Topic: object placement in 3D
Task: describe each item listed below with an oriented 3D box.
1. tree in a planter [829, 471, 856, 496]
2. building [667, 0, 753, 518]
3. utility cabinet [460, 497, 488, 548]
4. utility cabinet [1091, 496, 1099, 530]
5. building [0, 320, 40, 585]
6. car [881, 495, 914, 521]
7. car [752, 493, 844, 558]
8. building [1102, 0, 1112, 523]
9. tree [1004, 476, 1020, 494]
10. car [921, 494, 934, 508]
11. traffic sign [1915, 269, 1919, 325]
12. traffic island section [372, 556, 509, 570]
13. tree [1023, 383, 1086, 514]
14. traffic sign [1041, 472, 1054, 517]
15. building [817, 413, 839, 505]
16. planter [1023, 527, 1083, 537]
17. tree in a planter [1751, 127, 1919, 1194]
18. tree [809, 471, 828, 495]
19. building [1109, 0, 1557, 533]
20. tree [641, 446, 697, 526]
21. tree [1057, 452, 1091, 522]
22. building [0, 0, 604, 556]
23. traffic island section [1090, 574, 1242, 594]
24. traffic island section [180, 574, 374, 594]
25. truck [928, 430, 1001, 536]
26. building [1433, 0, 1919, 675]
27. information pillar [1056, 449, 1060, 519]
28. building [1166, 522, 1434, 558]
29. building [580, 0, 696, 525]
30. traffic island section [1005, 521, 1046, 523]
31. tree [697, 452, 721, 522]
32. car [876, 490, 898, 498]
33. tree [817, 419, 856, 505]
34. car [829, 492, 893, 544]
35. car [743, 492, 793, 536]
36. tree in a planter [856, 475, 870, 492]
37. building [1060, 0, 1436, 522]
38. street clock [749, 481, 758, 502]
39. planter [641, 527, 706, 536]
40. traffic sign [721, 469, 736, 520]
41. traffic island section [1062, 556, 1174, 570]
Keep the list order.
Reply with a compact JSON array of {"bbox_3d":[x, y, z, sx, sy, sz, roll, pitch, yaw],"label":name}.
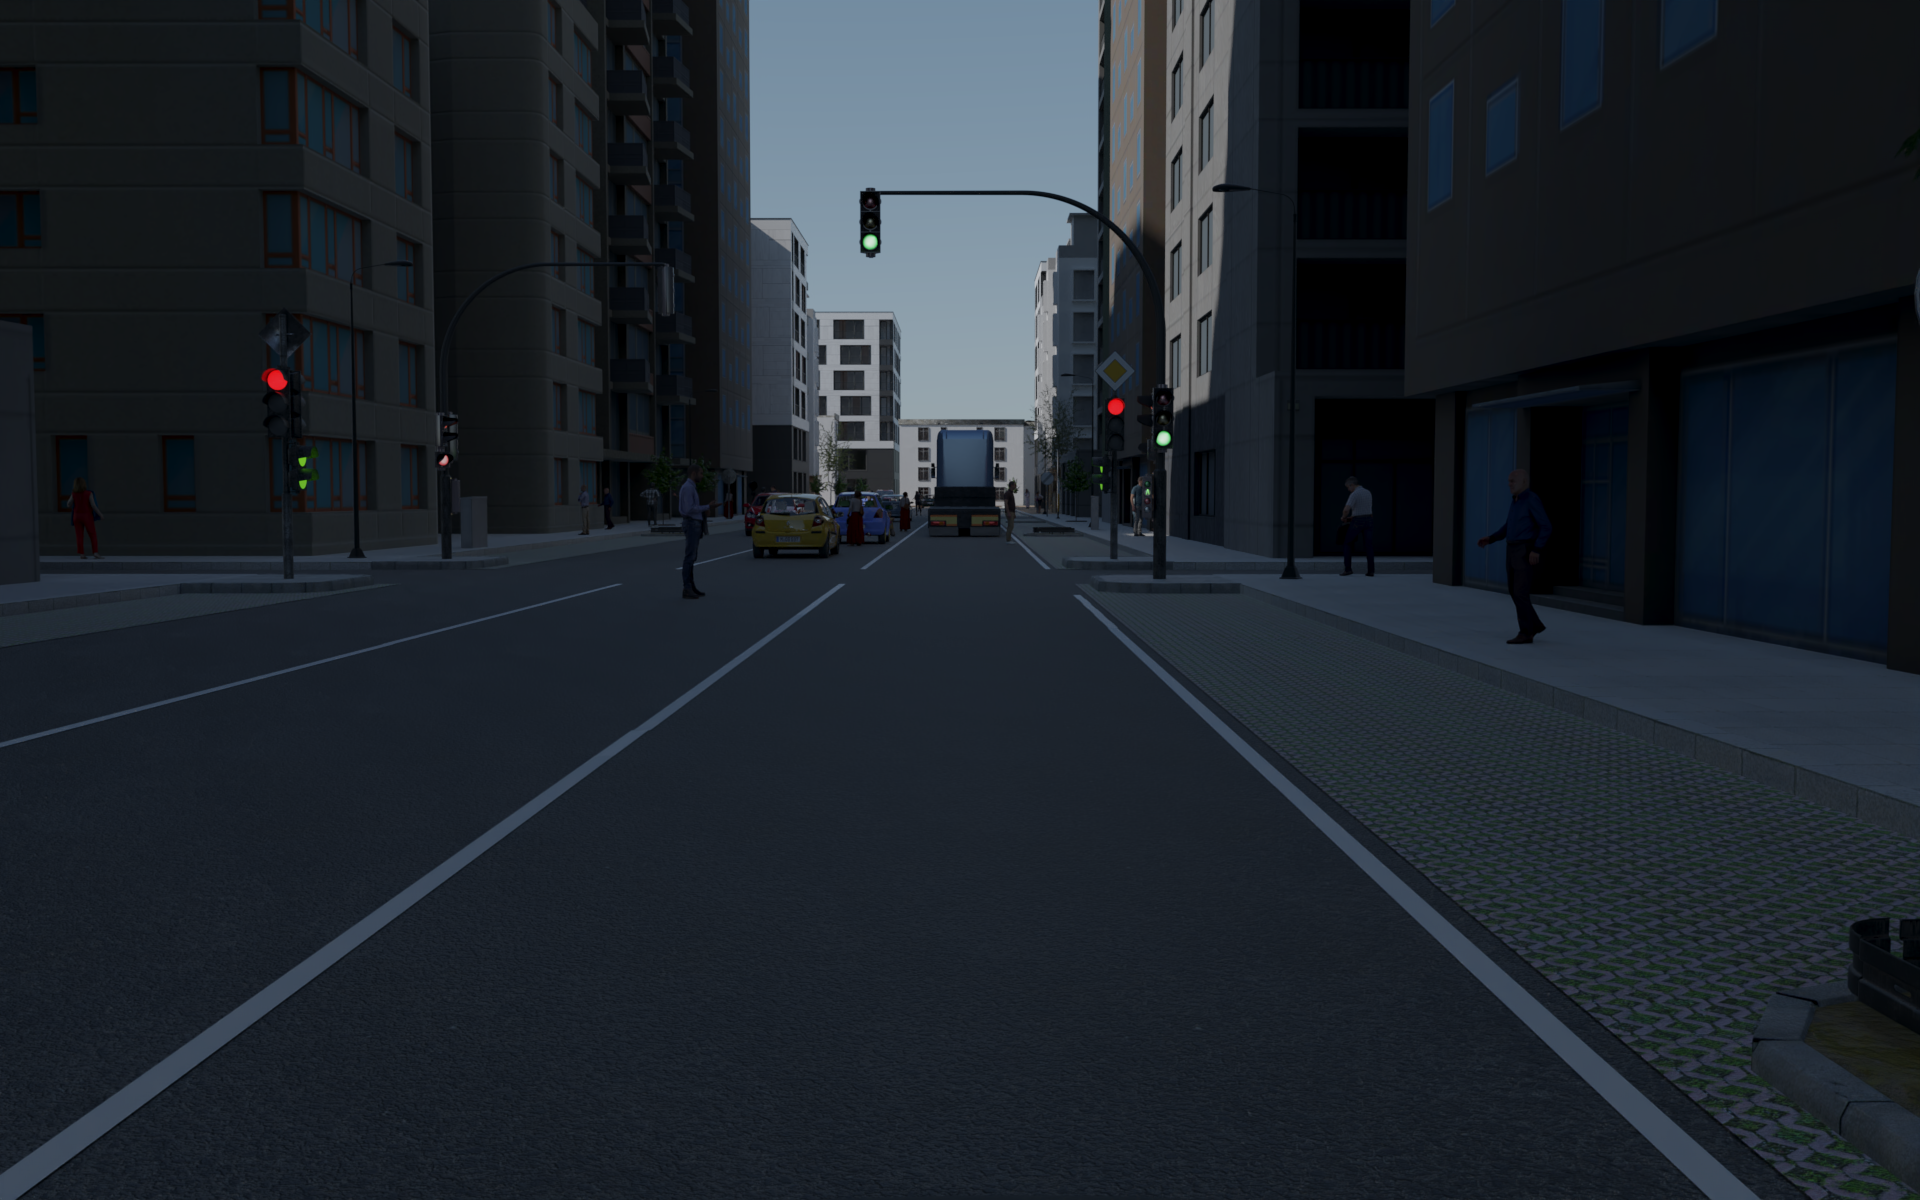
[{"bbox_3d":[-9.458,-8.490,136.027,1.991,3.239,1.994,0,4,0],"label":"tree in a planter"},{"bbox_3d":[-19.862,-27.501,99.752,14.600,45.320,14.200,0,4,0],"label":"building"},{"bbox_3d":[-11.632,-1.852,41.439,0.306,1.237,1.020,0,4,5],"label":"utility cabinet"},{"bbox_3d":[4.887,-3.148,62.638,0.306,1.237,1.020,0,4,5],"label":"utility cabinet"},{"bbox_3d":[-23.836,-35.159,13.095,20.611,71.187,20.563,0,4,0],"label":"building"},{"bbox_3d":[-3.445,-4.822,90.846,2.014,1.417,4.499,0,4,1],"label":"car"},{"bbox_3d":[-3.745,-1.826,40.079,2.015,1.641,3.980,0,4,1],"label":"car"},{"bbox_3d":[13.605,-18.946,81.461,14.160,30.474,14.107,0,4,0],"label":"building"},{"bbox_3d":[5.682,-11.401,181.014,1.663,3.219,1.824,0,3,0],"label":"tree"},{"bbox_3d":[-2.999,-10.071,174.446,2.009,1.686,4.222,0,4,-1],"label":"car"},{"bbox_3d":[4.628,-0.468,7.765,0.768,2.556,0.104,0,4,3],"label":"traffic sign"},{"bbox_3d":[-10.163,-0.731,34.239,2.009,0.180,2.903,0,4,0],"label":"traffic island section"},{"bbox_3d":[6.439,-9.993,113.754,4.360,8.622,3.978,0,3,0],"label":"tree"},{"bbox_3d":[4.967,-6.024,98.597,0.768,2.556,0.104,0,4,6],"label":"traffic sign"},{"bbox_3d":[-26.913,-14.577,180.475,28.070,9.664,9.099,0,4,0],"label":"building"},{"bbox_3d":[3.144,-2.306,58.843,1.991,0.319,1.994,0,4,0],"label":"planter"},{"bbox_3d":[2.942,-0.401,3.782,1.991,3.239,1.994,0,4,0],"label":"tree in a planter"},{"bbox_3d":[-11.928,-9.247,145.785,1.663,3.219,1.824,0,3,0],"label":"tree"},{"bbox_3d":[13.326,-25.491,66.881,14.600,45.320,14.200,0,4,0],"label":"building"},{"bbox_3d":[-11.950,-4.636,70.406,1.663,3.219,1.824,0,3,0],"label":"tree"},{"bbox_3d":[5.259,-5.230,80.113,1.663,3.219,1.824,0,3,0],"label":"tree"},{"bbox_3d":[-27.166,-12.514,49.639,27.650,21.520,28.899,0,4,0],"label":"building"},{"bbox_3d":[3.029,-0.240,26.200,2.009,0.180,2.903,0,4,0],"label":"traffic island section"},{"bbox_3d":[-10.192,-0.243,26.254,2.009,0.180,2.903,0,4,0],"label":"traffic island section"},{"bbox_3d":[0.185,-4.711,66.791,2.967,4.110,18.799,0,4,0],"label":"truck"},{"bbox_3d":[13.370,-22.439,16.992,14.600,45.320,14.200,0,4,0],"label":"building"},{"bbox_3d":[5.129,-6.055,90.345,0.183,3.616,0.504,0,3,0],"label":"information pillar"},{"bbox_3d":[16.582,-36.960,42.540,20.611,71.187,20.563,0,4,0],"label":"building"},{"bbox_3d":[-24.207,-25.879,77.747,22.147,44.769,28.867,0,4,0],"label":"building"},{"bbox_3d":[3.255,-3.868,86.114,1.991,0.108,1.994,0,4,0],"label":"traffic island section"},{"bbox_3d":[-11.973,-5.247,80.388,1.663,3.219,1.824,0,3,0],"label":"tree"},{"bbox_3d":[-6.513,-8.640,149.944,2.281,1.827,5.304,0,4,-2],"label":"car"},{"bbox_3d":[-12.636,-13.521,171.423,4.737,8.622,4.395,0,3,0],"label":"tree"},{"bbox_3d":[-2.953,-2.526,50.891,1.945,1.707,3.694,0,3,0],"label":"car"},{"bbox_3d":[-6.452,-3.152,60.578,2.155,1.783,4.494,0,3,0],"label":"car"},{"bbox_3d":[-9.351,-10.178,163.638,1.991,3.239,1.994,0,4,0],"label":"tree in a planter"},{"bbox_3d":[16.593,-40.323,97.534,20.563,71.187,20.611,0,4,0],"label":"building"},{"bbox_3d":[-11.709,-5.718,98.053,0.471,2.002,0.358,-3,5,-45],"label":"street clock"},{"bbox_3d":[-9.753,-2.332,59.273,1.991,0.319,1.994,0,4,0],"label":"planter"},{"bbox_3d":[-11.646,-5.331,87.263,0.768,2.556,0.104,0,4,1],"label":"traffic sign"},{"bbox_3d":[3.059,-0.728,34.185,2.009,0.180,2.903,0,4,0],"label":"traffic island section"}]
